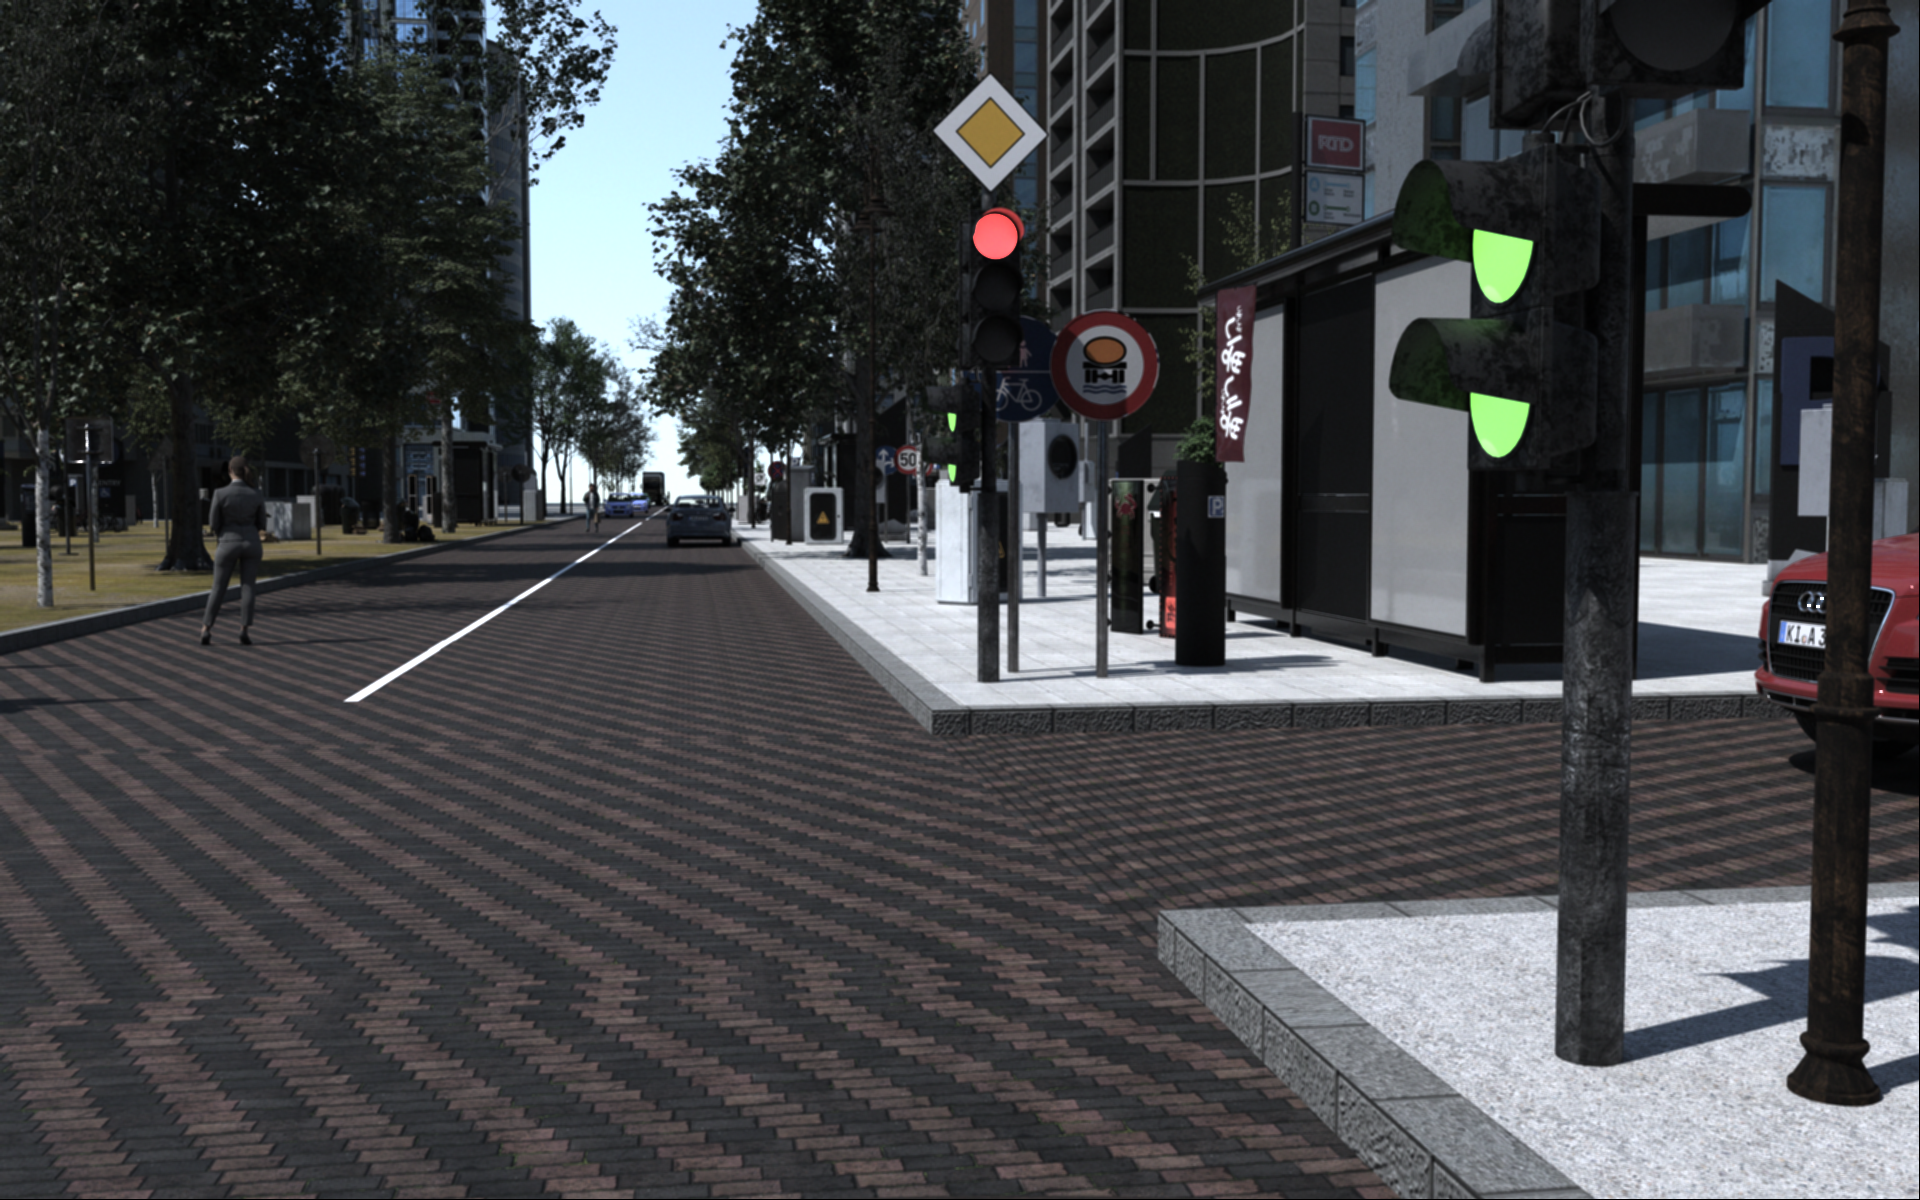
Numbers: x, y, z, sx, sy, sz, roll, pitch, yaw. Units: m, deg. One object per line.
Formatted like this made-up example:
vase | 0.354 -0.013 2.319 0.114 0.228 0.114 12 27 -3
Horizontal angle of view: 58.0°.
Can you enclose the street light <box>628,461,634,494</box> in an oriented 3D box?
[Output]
street light | -40.342 -14.575 211.090 0.468 5.910 1.993 -1 4 -9

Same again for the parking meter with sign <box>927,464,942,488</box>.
parking meter with sign | -1.712 -5.213 81.493 1.738 3.016 0.543 -3 4 -38

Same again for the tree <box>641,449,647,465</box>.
tree | -45.309 -17.672 239.305 4.737 8.622 4.395 0 3 0

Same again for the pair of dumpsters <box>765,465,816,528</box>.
pair of dumpsters | -5.960 -3.576 60.957 1.574 2.255 4.437 -1 4 -9

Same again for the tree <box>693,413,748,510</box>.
tree | -16.882 -10.666 124.750 4.737 8.622 4.395 0 3 0

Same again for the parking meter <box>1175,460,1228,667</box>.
parking meter | 1.809 -0.281 13.000 0.372 1.533 0.369 0 3 0

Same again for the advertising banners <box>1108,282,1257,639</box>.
advertising banners | 1.913 -1.167 15.275 0.090 3.025 2.074 -2 4 -31

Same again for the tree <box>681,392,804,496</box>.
tree | -13.584 -10.817 111.268 8.767 10.594 7.601 1 4 20

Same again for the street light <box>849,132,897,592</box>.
street light | -1.144 -3.049 22.645 0.468 5.910 1.993 -1 4 -9

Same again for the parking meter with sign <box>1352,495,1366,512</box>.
parking meter with sign | 8.504 -2.542 37.815 1.738 3.016 0.543 0 4 -5

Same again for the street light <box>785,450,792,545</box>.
street light | -4.336 -4.339 43.726 0.468 5.910 1.993 -1 4 -9

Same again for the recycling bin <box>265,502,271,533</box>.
recycling bin | -22.599 -2.739 57.344 0.722 1.027 0.722 0 4 -8

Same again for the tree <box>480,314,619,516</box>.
tree | -23.827 -10.620 99.394 9.928 11.665 9.643 0 3 0

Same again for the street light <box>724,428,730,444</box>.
street light | -12.868 -7.628 97.500 0.468 5.910 1.993 -1 4 -9

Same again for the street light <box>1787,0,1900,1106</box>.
street light | 1.873 -1.881 3.537 0.468 5.910 1.993 -1 4 -9

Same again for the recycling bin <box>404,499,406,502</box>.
recycling bin | -26.581 -4.220 81.545 0.722 1.027 0.722 1 4 20

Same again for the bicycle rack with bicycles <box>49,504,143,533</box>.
bicycle rack with bicycles | -29.036 -2.681 57.223 2.852 0.926 2.925 2 4 35

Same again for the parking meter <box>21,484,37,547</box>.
parking meter | -22.700 -2.071 42.280 0.372 1.533 0.369 0 3 0

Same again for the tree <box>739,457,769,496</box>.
tree | -10.292 -5.763 88.823 1.663 3.219 1.824 0 3 0

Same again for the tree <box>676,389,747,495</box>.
tree | -24.402 -15.486 171.317 7.486 12.596 7.792 0 3 0

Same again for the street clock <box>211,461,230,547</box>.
street clock | -16.052 -2.024 37.658 0.358 2.002 0.471 0 4 -1

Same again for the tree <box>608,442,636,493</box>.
tree | -42.688 -16.341 217.538 4.360 8.622 3.978 0 3 0

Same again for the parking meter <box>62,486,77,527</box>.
parking meter | -27.209 -2.722 52.915 0.372 1.533 0.369 0 3 0

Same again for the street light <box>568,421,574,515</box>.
street light | -24.151 -8.236 107.445 0.468 5.910 1.993 -1 4 -9

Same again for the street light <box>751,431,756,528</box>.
street light | -7.741 -5.624 64.745 0.468 5.910 1.993 -1 4 -9

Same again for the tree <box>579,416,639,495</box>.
tree | -32.139 -12.462 154.112 4.737 8.622 4.395 0 3 0

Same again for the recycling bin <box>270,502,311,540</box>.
recycling bin | -18.815 -2.218 48.821 0.722 1.027 0.722 2 4 24

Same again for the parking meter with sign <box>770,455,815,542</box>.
parking meter with sign | -4.238 -3.055 46.204 1.738 3.016 0.543 1 4 14

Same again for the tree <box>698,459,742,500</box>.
tree | -19.644 -9.786 143.710 4.285 4.588 4.351 0 3 0

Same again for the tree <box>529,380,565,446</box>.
tree | -28.833 -13.847 136.764 12.009 13.543 11.850 0 3 0

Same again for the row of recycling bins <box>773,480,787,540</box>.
row of recycling bins | -4.888 -2.606 49.713 1.069 1.692 3.534 0 4 -8

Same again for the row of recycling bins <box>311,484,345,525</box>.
row of recycling bins | -26.533 -4.023 72.883 1.069 1.692 3.534 -1 4 -9

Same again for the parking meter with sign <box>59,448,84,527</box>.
parking meter with sign | -34.059 -4.325 66.979 0.543 3.016 1.738 0 4 7

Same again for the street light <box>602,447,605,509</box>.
street light | -30.783 -10.814 149.590 0.468 5.910 1.993 -1 4 -9

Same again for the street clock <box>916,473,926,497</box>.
street clock | -1.197 -2.991 53.470 0.358 2.002 0.471 -1 4 -13

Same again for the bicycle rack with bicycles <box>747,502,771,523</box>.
bicycle rack with bicycles | -8.357 -3.892 77.012 2.852 0.926 2.925 3 5 39

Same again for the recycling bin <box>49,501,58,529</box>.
recycling bin | -34.000 -3.163 64.272 0.722 1.027 0.722 1 4 16

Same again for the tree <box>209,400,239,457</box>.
tree | -30.743 -7.063 65.848 4.737 8.622 4.395 0 3 0

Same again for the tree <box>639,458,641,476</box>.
tree | -36.633 -14.043 179.959 4.737 8.622 4.395 0 3 0

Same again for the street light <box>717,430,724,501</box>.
street light | -16.289 -8.942 118.992 0.468 5.910 1.993 -1 4 -9

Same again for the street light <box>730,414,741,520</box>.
street light | -10.995 -6.905 85.683 0.468 5.910 1.993 -1 4 -9

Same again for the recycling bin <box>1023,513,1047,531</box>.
recycling bin | 2.569 -2.906 60.073 0.722 1.027 0.722 -1 4 -21

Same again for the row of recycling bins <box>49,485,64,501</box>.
row of recycling bins | -41.099 -4.446 79.810 1.069 1.692 3.534 2 4 31

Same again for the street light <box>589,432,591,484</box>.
street light | -27.491 -9.533 128.658 0.468 5.910 1.993 -1 4 -9

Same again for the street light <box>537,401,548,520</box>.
street light | -20.764 -6.935 86.168 0.468 5.910 1.993 -1 4 -9

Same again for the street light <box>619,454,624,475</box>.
street light | -36.946 -13.239 189.243 0.468 5.910 1.993 -1 4 -9

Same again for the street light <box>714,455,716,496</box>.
street light | -19.511 -10.223 139.936 0.468 5.910 1.993 -1 4 -9
